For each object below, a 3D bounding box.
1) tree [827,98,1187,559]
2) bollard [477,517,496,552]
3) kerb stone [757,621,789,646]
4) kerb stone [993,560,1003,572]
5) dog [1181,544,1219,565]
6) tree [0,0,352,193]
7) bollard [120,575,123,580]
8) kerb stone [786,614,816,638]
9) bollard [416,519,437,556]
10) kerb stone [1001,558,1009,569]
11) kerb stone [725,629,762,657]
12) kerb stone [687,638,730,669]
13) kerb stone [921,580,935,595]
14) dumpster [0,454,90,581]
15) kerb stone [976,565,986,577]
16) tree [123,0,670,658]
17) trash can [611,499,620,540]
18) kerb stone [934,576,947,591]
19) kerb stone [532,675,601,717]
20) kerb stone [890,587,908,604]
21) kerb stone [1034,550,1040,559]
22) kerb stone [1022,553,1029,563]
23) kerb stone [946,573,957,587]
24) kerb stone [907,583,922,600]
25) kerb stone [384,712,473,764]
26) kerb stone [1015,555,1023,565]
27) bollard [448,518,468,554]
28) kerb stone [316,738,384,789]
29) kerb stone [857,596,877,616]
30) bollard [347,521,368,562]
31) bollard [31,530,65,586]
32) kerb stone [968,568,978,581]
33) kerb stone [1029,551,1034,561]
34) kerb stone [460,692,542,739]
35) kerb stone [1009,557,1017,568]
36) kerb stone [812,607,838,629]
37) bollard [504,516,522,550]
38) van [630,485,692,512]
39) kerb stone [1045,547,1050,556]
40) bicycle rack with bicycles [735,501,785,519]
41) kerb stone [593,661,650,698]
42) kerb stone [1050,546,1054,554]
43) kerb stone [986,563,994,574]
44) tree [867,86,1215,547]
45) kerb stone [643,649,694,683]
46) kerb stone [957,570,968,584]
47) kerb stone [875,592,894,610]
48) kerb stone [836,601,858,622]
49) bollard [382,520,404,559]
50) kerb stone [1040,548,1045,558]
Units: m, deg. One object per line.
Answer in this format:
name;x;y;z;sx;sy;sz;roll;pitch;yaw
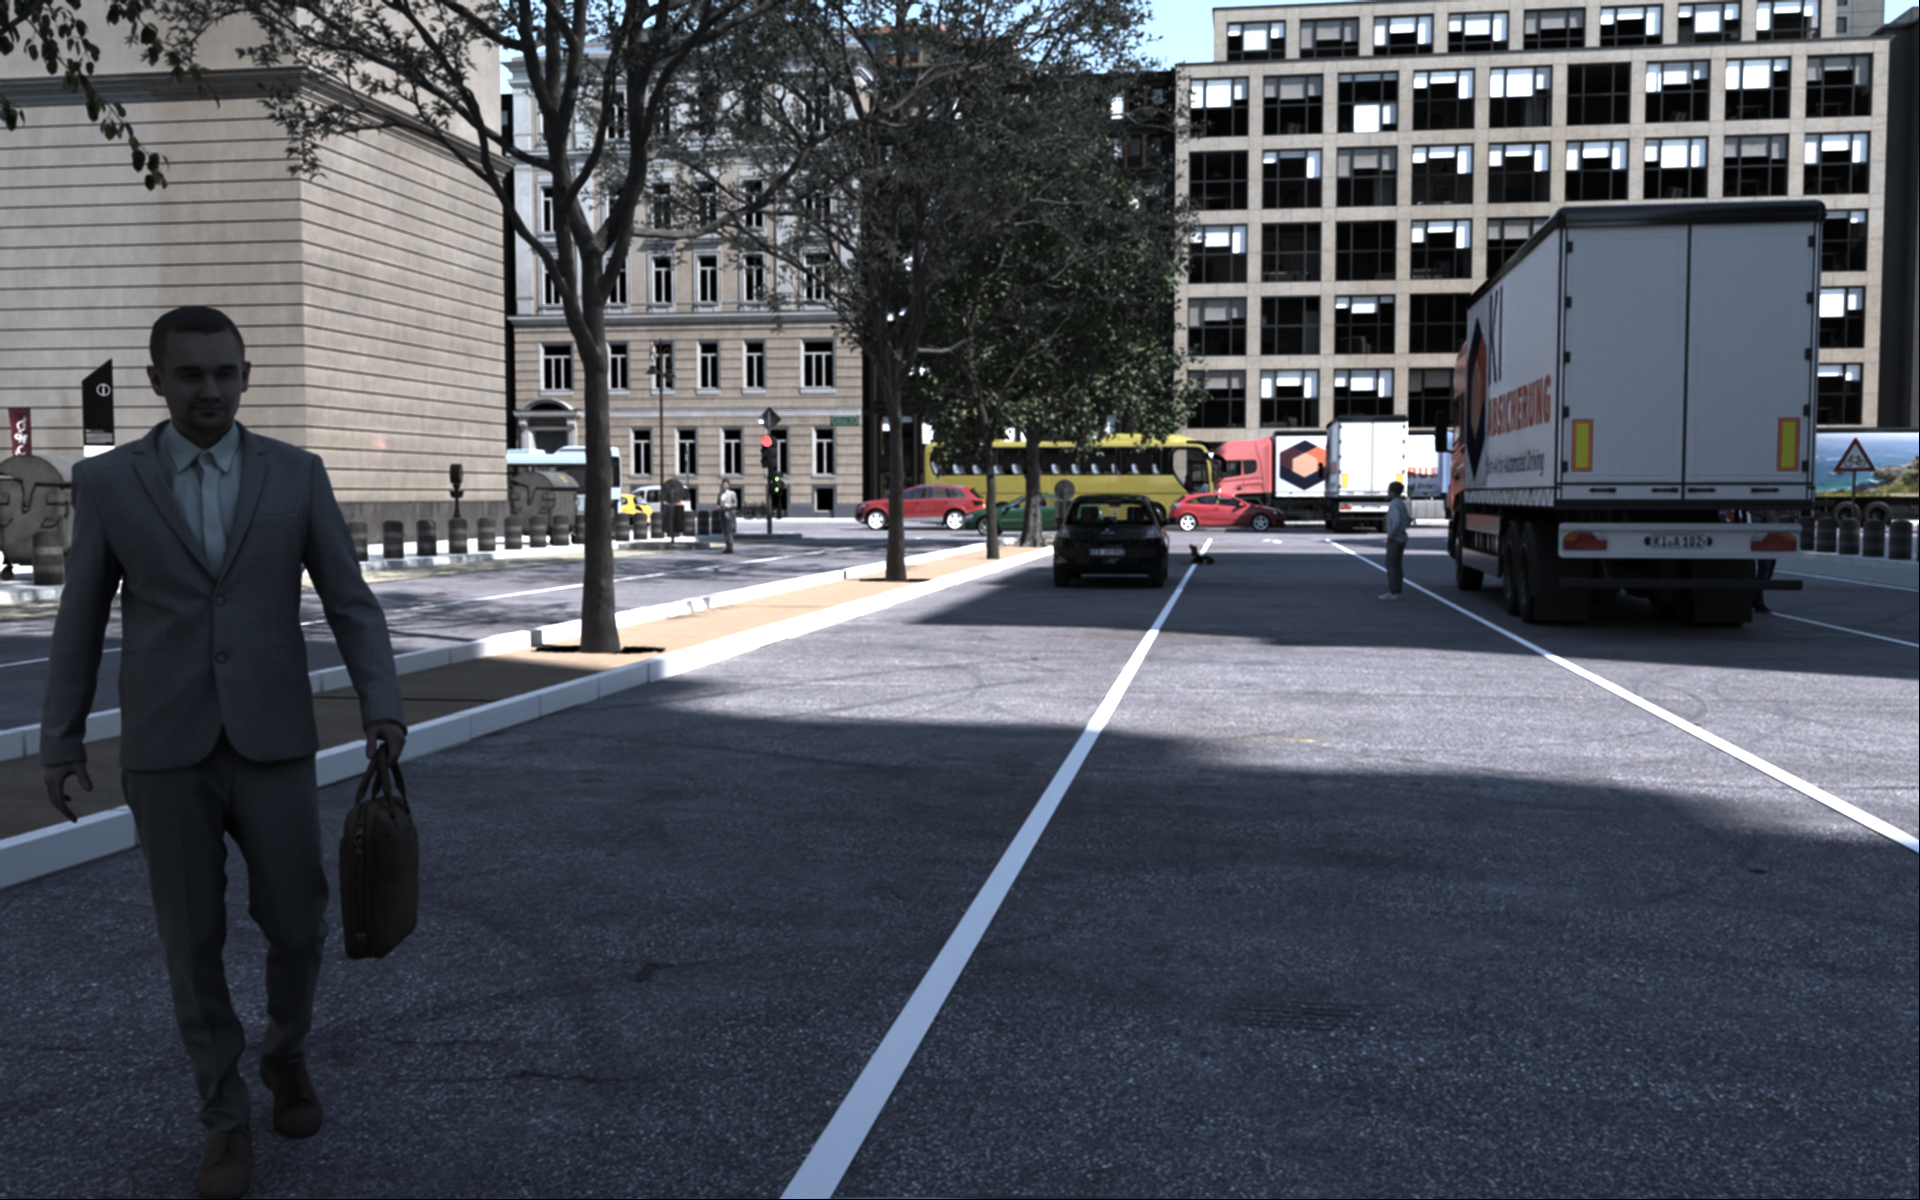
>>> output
tree;0.806;-6.188;38.041;8.767;10.594;7.601;1;4;9
bollard;-10.578;-1.466;38.688;0.404;0.777;0.398;0;3;0
kerb stone;-1.854;0.337;16.688;0.120;0.150;1.000;1;4;9
kerb stone;0.610;-0.596;31.938;0.120;0.150;1.000;1;4;9
dog;4.896;-0.924;35.293;0.550;0.427;0.748;-2;4;-24
tree;-4.412;-3.317;7.047;4.360;8.622;3.978;0;3;0
bollard;-12.640;-0.682;25.866;0.404;0.777;0.398;0;3;0
kerb stone;-1.681;0.275;17.706;0.120;0.150;1.000;1;4;9
bollard;-11.038;-1.292;35.839;0.404;0.777;0.398;0;3;0
kerb stone;0.764;-0.658;32.959;0.120;0.150;1.000;1;4;9
kerb stone;-2.013;0.399;15.672;0.120;0.150;1.000;1;4;9
kerb stone;-2.171;0.463;14.658;0.120;0.150;1.000;1;4;9
kerb stone;-0.539;-0.160;24.817;0.120;0.150;1.000;1;4;9
dumpster;-13.452;-1.244;26.090;1.264;1.857;1.865;1;4;9
kerb stone;0.282;-0.471;29.905;0.120;0.150;1.000;1;4;9
tree;-3.244;-6.254;15.085;12.009;13.543;11.850;0;3;0
trash can;-9.921;-2.265;48.684;0.748;1.137;0.748;0;3;0
kerb stone;-0.373;-0.217;25.837;0.120;0.150;1.000;1;4;9
kerb stone;-2.666;0.649;11.603;0.120;0.150;1.000;1;4;9
kerb stone;-0.865;-0.035;22.787;0.120;0.150;1.000;1;4;9
kerb stone;1.590;-0.963;38.040;0.120;0.150;1.000;1;4;9
kerb stone;1.266;-0.845;36.013;0.120;0.150;1.000;1;4;9
kerb stone;-0.218;-0.285;26.855;0.120;0.150;1.000;1;4;9
kerb stone;-0.700;-0.093;23.804;0.120;0.150;1.000;1;4;9
kerb stone;-2.982;0.772;9.573;0.120;0.150;1.000;1;4;9
kerb stone;1.094;-0.780;34.994;0.120;0.150;1.000;1;4;9
bollard;-10.803;-1.379;37.266;0.404;0.777;0.398;0;3;0
kerb stone;-3.161;0.838;8.557;0.120;0.150;1.000;1;4;9
kerb stone;-1.192;0.088;20.761;0.120;0.150;1.000;1;4;9
bollard;-11.493;-1.118;32.996;0.404;0.777;0.398;0;3;0
bollard;-12.868;-0.594;24.437;0.404;0.777;0.398;0;3;0
kerb stone;0.117;-0.409;28.892;0.120;0.150;1.000;1;4;9
kerb stone;1.417;-0.905;37.028;0.120;0.150;1.000;1;4;9
kerb stone;-2.826;0.710;10.587;0.120;0.150;1.000;1;4;9
kerb stone;0.938;-0.721;33.979;0.120;0.150;1.000;1;4;9
kerb stone;-1.518;0.216;18.720;0.120;0.150;1.000;1;4;9
bollard;-10.348;-1.553;40.108;0.404;0.777;0.398;0;3;0
van;-14.620;-4.506;80.691;4.112;2.044;2.013;1;4;10
kerb stone;1.915;-1.094;40.082;0.120;0.150;1.000;1;4;9
bicycle rack with bicycles;-10.357;-4.610;88.753;2.925;0.926;2.852;1;4;12
kerb stone;-2.504;0.588;12.621;0.120;0.150;1.000;1;4;9
kerb stone;2.077;-1.156;41.096;0.120;0.150;1.000;1;4;9
kerb stone;0.440;-0.534;30.919;0.120;0.150;1.000;1;4;9
tree;1.975;-7.775;46.590;9.611;12.733;9.660;0;3;0
kerb stone;-2.332;0.523;13.645;0.120;0.150;1.000;1;4;9
kerb stone;-0.046;-0.347;27.872;0.120;0.150;1.000;1;4;9
kerb stone;-1.024;0.032;21.773;0.120;0.150;1.000;1;4;9
kerb stone;-1.357;0.150;19.740;0.120;0.150;1.000;1;4;9
bollard;-11.262;-1.205;34.414;0.404;0.777;0.398;0;3;0
kerb stone;1.750;-1.032;39.069;0.120;0.150;1.000;1;4;9
